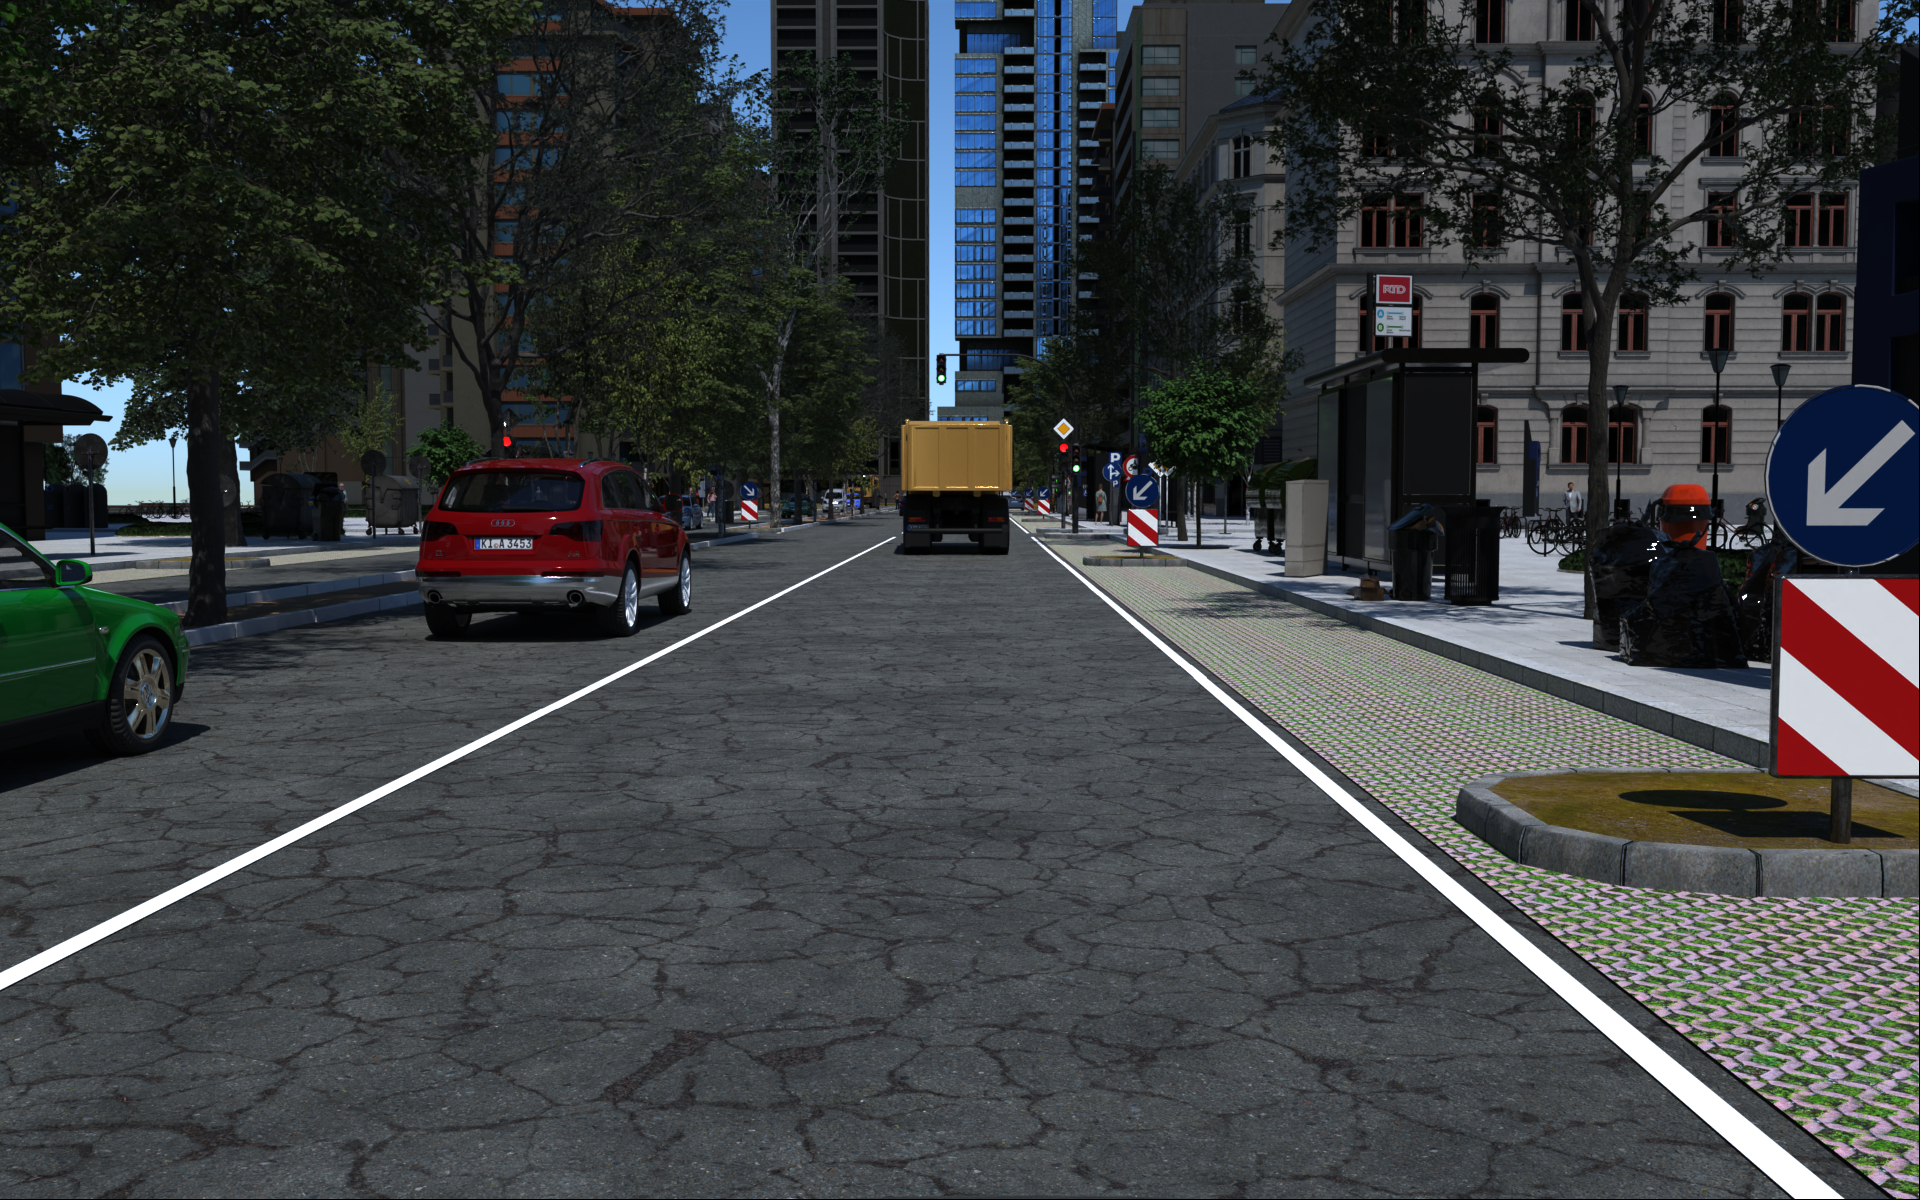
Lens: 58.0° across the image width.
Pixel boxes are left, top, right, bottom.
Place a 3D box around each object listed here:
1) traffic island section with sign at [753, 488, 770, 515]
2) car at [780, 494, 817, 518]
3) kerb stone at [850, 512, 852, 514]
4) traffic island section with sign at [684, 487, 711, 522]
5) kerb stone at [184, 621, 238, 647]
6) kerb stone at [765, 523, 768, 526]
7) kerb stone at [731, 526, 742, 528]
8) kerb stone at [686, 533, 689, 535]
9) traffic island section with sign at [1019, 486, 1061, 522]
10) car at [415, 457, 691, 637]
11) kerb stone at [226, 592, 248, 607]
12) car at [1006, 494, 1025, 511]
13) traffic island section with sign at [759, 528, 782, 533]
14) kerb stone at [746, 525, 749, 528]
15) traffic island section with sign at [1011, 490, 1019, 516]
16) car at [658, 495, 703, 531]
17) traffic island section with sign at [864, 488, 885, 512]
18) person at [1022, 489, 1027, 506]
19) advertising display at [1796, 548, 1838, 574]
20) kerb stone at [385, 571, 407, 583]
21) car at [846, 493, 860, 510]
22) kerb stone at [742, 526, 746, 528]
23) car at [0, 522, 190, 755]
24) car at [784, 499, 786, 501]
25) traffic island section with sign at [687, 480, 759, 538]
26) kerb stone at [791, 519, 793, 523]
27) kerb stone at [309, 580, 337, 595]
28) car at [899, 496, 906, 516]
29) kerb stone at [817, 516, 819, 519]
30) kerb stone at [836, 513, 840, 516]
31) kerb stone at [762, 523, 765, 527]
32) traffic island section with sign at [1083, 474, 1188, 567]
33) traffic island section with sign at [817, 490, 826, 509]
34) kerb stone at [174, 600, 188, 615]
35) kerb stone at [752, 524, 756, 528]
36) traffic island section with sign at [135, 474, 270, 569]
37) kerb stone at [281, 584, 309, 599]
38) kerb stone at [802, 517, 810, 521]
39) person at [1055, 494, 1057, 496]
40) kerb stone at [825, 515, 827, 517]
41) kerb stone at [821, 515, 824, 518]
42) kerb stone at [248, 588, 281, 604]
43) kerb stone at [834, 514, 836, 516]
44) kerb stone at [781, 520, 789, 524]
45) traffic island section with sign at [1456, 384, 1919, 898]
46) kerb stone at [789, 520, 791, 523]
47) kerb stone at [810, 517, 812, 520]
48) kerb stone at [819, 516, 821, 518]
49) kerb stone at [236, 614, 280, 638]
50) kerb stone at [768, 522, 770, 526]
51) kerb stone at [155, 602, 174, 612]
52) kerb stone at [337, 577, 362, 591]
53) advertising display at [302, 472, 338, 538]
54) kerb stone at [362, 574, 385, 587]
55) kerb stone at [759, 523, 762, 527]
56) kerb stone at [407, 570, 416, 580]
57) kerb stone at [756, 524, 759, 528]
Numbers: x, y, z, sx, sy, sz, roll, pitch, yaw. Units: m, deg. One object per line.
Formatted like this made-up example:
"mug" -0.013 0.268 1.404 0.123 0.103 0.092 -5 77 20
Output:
"traffic island section with sign" -13.628 -6.617 116.814 1.989 1.847 2.006 0 4 1
"car" -9.605 -5.607 103.476 2.131 1.459 4.920 0 4 1
"kerb stone" -8.016 -6.278 124.852 0.120 0.150 1.000 0 4 1
"traffic island section with sign" -13.957 -4.946 89.502 1.989 1.847 2.006 0 4 1
"kerb stone" -7.247 0.341 16.657 0.120 0.150 1.000 0 4 1
"kerb stone" -8.623 -3.271 75.685 0.120 0.150 1.000 0 4 1
"kerb stone" -8.716 -2.768 67.486 0.120 0.150 1.000 0 4 1
"kerb stone" -8.848 -2.115 56.770 0.120 0.150 1.000 0 4 1
"traffic island section with sign" 4.160 -4.905 88.828 1.989 1.847 2.006 0 4 1
"car" -4.282 -0.628 18.948 2.281 1.827 5.304 0 4 1
"kerb stone" -9.281 0.022 21.833 0.120 0.150 1.000 0 4 1
"car" 4.681 -8.426 149.762 2.014 1.417 4.499 0 4 1
"traffic island section with sign" -7.697 -3.419 64.033 2.006 1.907 1.989 0 4 1
"kerb stone" -8.690 -2.895 69.536 0.120 0.150 1.000 0 4 1
"traffic island section with sign" 4.491 -6.554 115.781 1.989 1.847 2.006 0 4 1
"car" -11.404 -3.516 69.481 2.014 1.417 4.499 0 4 0
"traffic island section with sign" -6.788 -8.014 139.166 2.006 1.907 1.989 0 4 1
"person" 7.393 -11.496 193.989 0.705 1.826 1.348 -2 4 -30
"advertising display" 6.001 -0.378 11.401 0.123 1.923 0.974 -2 4 -33
"kerb stone" -9.202 -0.355 27.993 0.120 0.150 1.000 0 4 1
"car" -9.698 -8.967 156.196 1.945 1.707 3.694 0 4 2
"kerb stone" -8.707 -2.829 68.514 0.120 0.150 1.000 0 4 1
"car" -5.405 0.037 8.187 1.959 1.807 4.718 0 4 2
"car" -11.043 -6.596 119.649 2.131 1.459 4.920 0 4 2
"traffic island section with sign" -7.798 -2.966 56.626 2.006 1.907 1.989 0 4 1
"kerb stone" -8.504 -3.900 85.957 0.120 0.150 1.000 0 4 1
"kerb stone" -9.244 -0.166 24.902 0.120 0.150 1.000 0 4 1
"car" -3.051 -6.170 113.465 1.945 1.354 3.894 0 4 1
"kerb stone" -8.326 -4.707 99.264 0.120 0.150 1.000 0 4 1
"kerb stone" -8.161 -5.590 113.585 0.120 0.150 1.000 0 4 1
"kerb stone" -8.639 -3.205 74.663 0.120 0.150 1.000 0 4 1
"traffic island section with sign" 3.496 -1.606 34.887 1.989 1.847 2.006 0 4 1
"traffic island section with sign" -13.011 -9.638 166.209 1.989 1.847 2.006 0 4 1
"kerb stone" -9.289 0.085 20.810 0.120 0.150 1.000 0 4 1
"kerb stone" -8.669 -3.019 71.584 0.120 0.150 1.000 0 4 1
"traffic island section with sign" -14.641 -1.537 33.765 1.989 1.847 2.006 0 4 1
"kerb stone" -9.261 -0.101 23.881 0.120 0.150 1.000 0 4 1
"kerb stone" -8.389 -4.399 94.153 0.120 0.150 1.000 0 4 1
"person" 10.415 -11.578 195.350 1.348 1.823 0.705 -1 4 -10
"kerb stone" -8.275 -5.027 104.385 0.120 0.150 1.000 0 4 1
"kerb stone" -8.292 -4.899 102.341 0.120 0.150 1.000 0 4 1
"kerb stone" -9.264 -0.040 22.856 0.120 0.150 1.000 0 4 1
"kerb stone" -8.197 -5.399 110.519 0.120 0.150 1.000 0 4 1
"kerb stone" -8.523 -3.774 83.894 0.120 0.150 1.000 0 4 1
"traffic island section with sign" 3.149 0.097 7.050 1.989 1.847 2.006 0 4 1
"kerb stone" -8.503 -3.837 84.924 0.120 0.150 1.000 0 4 1
"kerb stone" -8.382 -4.462 95.176 0.120 0.150 1.000 0 4 1
"kerb stone" -8.314 -4.776 100.286 0.120 0.150 1.000 0 4 1
"kerb stone" -7.228 0.276 17.683 0.120 0.150 1.000 0 4 1
"kerb stone" -8.607 -3.332 76.711 0.120 0.150 1.000 0 4 1
"kerb stone" -9.303 0.147 19.788 0.120 0.150 1.000 0 4 1
"kerb stone" -9.234 -0.228 25.924 0.120 0.150 1.000 0 4 1
"advertising display" -18.669 -2.773 50.547 0.974 1.923 0.123 -2 4 -28
"kerb stone" -9.219 -0.291 26.956 0.120 0.150 1.000 0 4 1
"kerb stone" -8.643 -3.143 73.641 0.120 0.150 1.000 0 4 1
"kerb stone" -9.194 -0.417 29.015 0.120 0.150 1.000 0 4 1
"kerb stone" -8.664 -3.077 72.613 0.120 0.150 1.000 0 4 1
